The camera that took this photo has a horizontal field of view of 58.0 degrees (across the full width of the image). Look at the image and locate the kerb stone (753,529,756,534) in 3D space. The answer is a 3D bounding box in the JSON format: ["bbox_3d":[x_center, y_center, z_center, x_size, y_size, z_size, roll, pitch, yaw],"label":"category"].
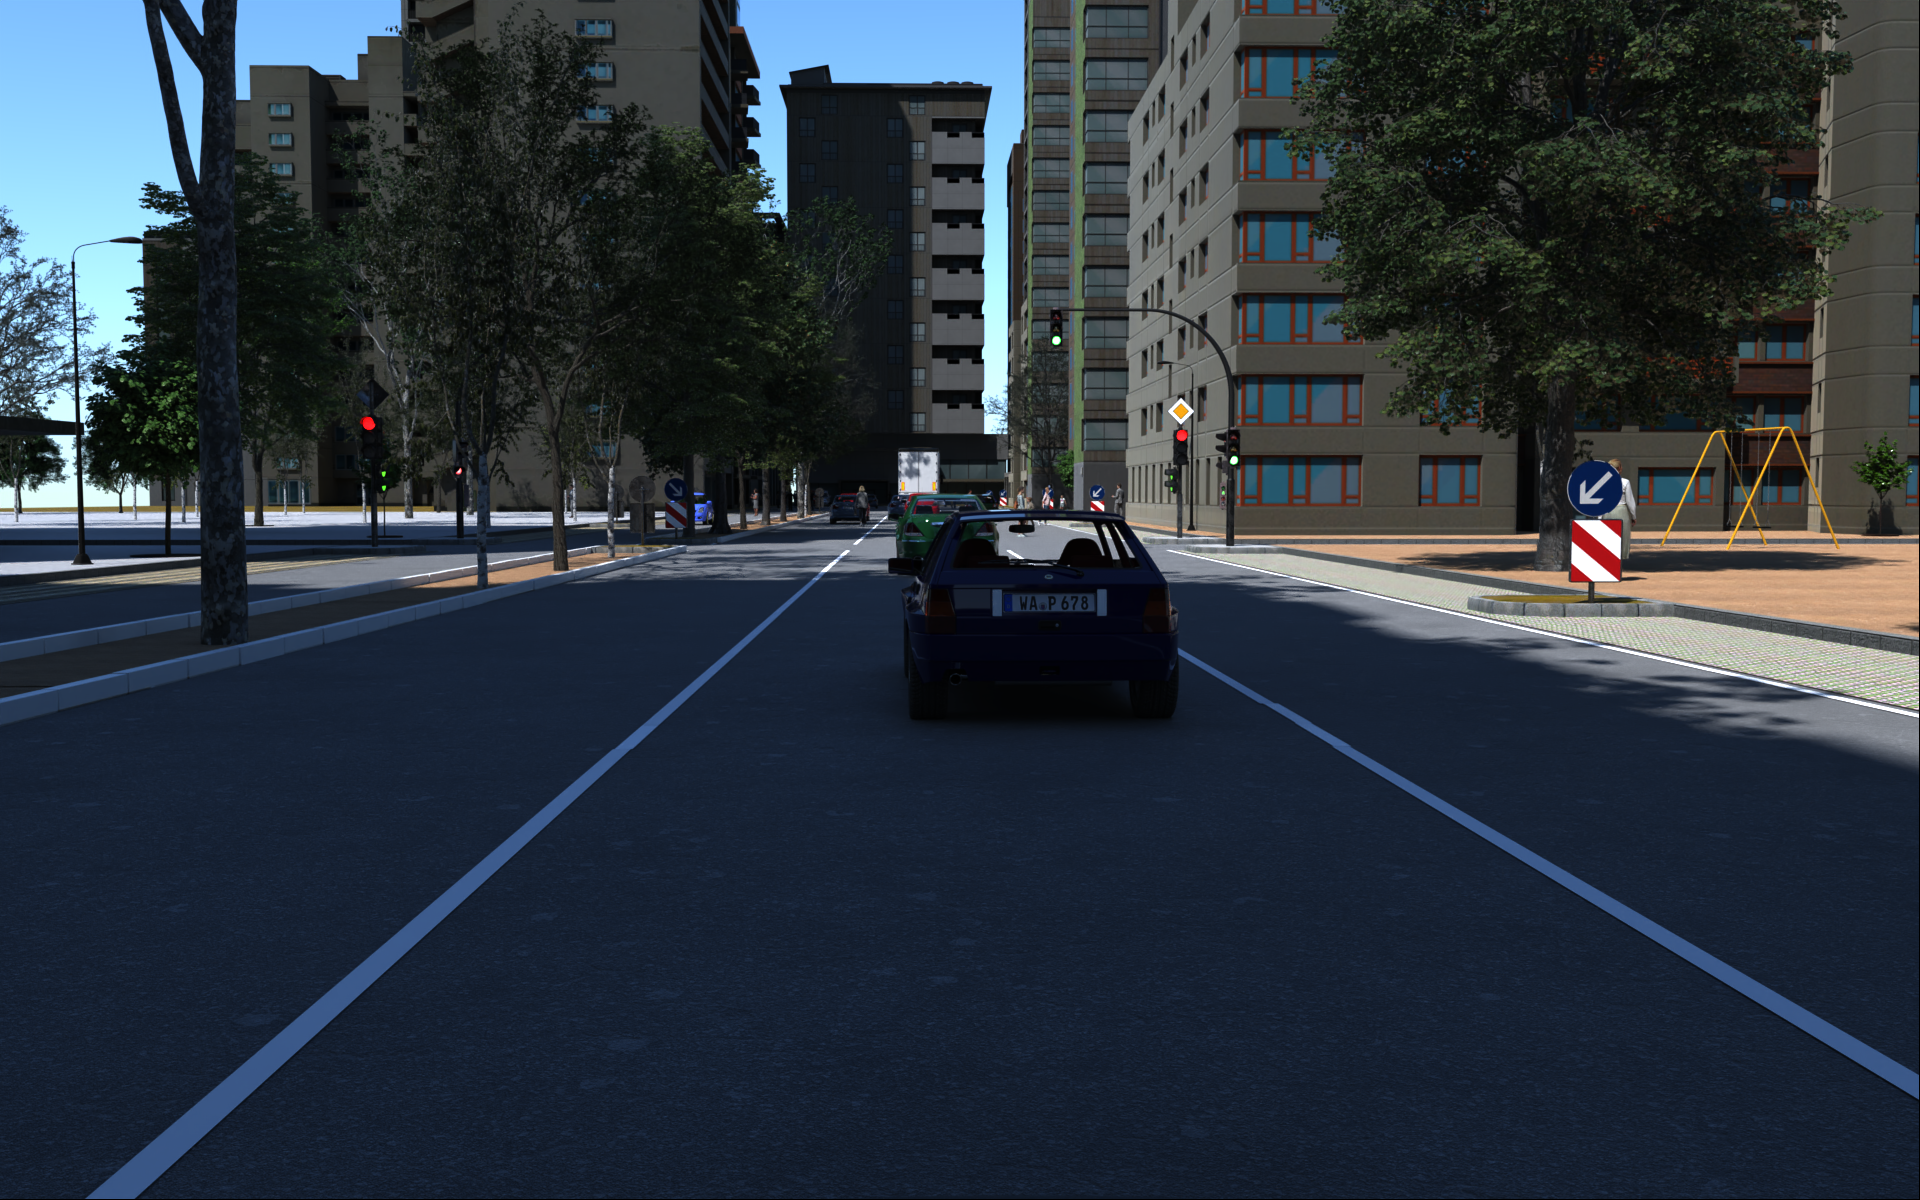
[{"bbox_3d":[-7.349,-2.349,60.600,0.120,0.150,1.000,0,4,-2],"label":"kerb stone"}]

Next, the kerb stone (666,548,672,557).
[{"bbox_3d":[-6.779,-1.064,39.593,0.120,0.150,1.000,0,4,-2],"label":"kerb stone"}]

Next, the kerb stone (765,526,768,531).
[{"bbox_3d":[-7.492,-2.662,65.726,0.120,0.150,1.000,0,4,-2],"label":"kerb stone"}]

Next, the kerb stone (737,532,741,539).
[{"bbox_3d":[-7.216,-2.035,55.482,0.120,0.150,1.000,0,4,-2],"label":"kerb stone"}]

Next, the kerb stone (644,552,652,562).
[{"bbox_3d":[-6.690,-0.873,36.513,0.120,0.150,1.000,0,4,-2],"label":"kerb stone"}]

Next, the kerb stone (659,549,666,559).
[{"bbox_3d":[-6.743,-1.001,38.564,0.120,0.150,1.000,0,4,-2],"label":"kerb stone"}]

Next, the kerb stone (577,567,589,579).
[{"bbox_3d":[-6.487,-0.437,29.343,0.120,0.150,1.000,0,4,-2],"label":"kerb stone"}]

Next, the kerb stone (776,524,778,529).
[{"bbox_3d":[-7.646,-2.976,70.854,0.120,0.150,1.000,0,4,-2],"label":"kerb stone"}]

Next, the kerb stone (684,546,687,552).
[{"bbox_3d":[-6.860,-1.251,42.674,0.120,0.150,1.000,0,4,-2],"label":"kerb stone"}]

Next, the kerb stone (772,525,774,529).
[{"bbox_3d":[-7.580,-2.851,68.802,0.120,0.150,1.000,0,4,-2],"label":"kerb stone"}]

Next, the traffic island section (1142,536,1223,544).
[{"bbox_3d":[6.454,-1.738,50.704,2.009,0.180,2.903,0,4,-2],"label":"traffic island section"}]

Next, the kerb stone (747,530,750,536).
[{"bbox_3d":[-7.295,-2.220,58.555,0.120,0.150,1.000,0,4,-2],"label":"kerb stone"}]

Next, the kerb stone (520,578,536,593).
[{"bbox_3d":[-6.388,-0.186,25.243,0.120,0.150,1.000,0,4,-2],"label":"kerb stone"}]

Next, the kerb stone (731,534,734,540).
[{"bbox_3d":[-7.159,-1.910,53.432,0.120,0.150,1.000,0,4,-2],"label":"kerb stone"}]

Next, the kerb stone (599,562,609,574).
[{"bbox_3d":[-6.548,-0.560,31.387,0.120,0.150,1.000,0,4,-2],"label":"kerb stone"}]

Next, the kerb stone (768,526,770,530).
[{"bbox_3d":[-7.527,-2.717,66.757,0.120,0.150,1.000,0,4,-2],"label":"kerb stone"}]

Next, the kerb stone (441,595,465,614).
[{"bbox_3d":[-6.265,0.064,21.151,0.120,0.150,1.000,0,4,-2],"label":"kerb stone"}]

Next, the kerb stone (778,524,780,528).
[{"bbox_3d":[-7.670,-3.039,71.876,0.120,0.150,1.000,0,4,-2],"label":"kerb stone"}]

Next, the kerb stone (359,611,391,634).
[{"bbox_3d":[-6.180,0.252,18.074,0.120,0.150,1.000,0,4,-2],"label":"kerb stone"}]

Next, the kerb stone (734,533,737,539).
[{"bbox_3d":[-7.187,-1.973,54.460,0.120,0.150,1.000,0,4,-2],"label":"kerb stone"}]

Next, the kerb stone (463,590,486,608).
[{"bbox_3d":[-6.289,0.001,22.174,0.120,0.150,1.000,0,4,-2],"label":"kerb stone"}]

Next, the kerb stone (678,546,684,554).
[{"bbox_3d":[-6.834,-1.190,41.653,0.120,0.150,1.000,0,4,-2],"label":"kerb stone"}]

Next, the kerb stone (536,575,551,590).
[{"bbox_3d":[-6.405,-0.249,26.271,0.120,0.150,1.000,0,4,-2],"label":"kerb stone"}]

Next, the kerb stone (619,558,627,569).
[{"bbox_3d":[-6.615,-0.688,33.446,0.120,0.150,1.000,0,4,-2],"label":"kerb stone"}]

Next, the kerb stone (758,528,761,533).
[{"bbox_3d":[-7.408,-2.475,62.654,0.120,0.150,1.000,0,4,-2],"label":"kerb stone"}]

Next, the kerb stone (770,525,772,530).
[{"bbox_3d":[-7.561,-2.788,67.780,0.120,0.150,1.000,0,4,-2],"label":"kerb stone"}]

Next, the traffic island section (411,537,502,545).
[{"bbox_3d":[-14.480,-1.704,50.133,2.009,0.180,2.903,0,4,-2],"label":"traffic island section"}]

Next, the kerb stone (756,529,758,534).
[{"bbox_3d":[-7.386,-2.409,61.629,0.120,0.150,1.000,0,4,-2],"label":"kerb stone"}]

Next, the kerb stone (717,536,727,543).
[{"bbox_3d":[-7.102,-1.785,51.379,0.120,0.150,1.000,0,4,-2],"label":"kerb stone"}]

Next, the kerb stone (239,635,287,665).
[{"bbox_3d":[-6.089,0.441,14.989,0.120,0.150,1.000,0,4,-2],"label":"kerb stone"}]

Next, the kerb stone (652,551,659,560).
[{"bbox_3d":[-6.718,-0.938,37.538,0.120,0.150,1.000,0,4,-2],"label":"kerb stone"}]

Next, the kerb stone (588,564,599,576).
[{"bbox_3d":[-6.523,-0.500,30.364,0.120,0.150,1.000,0,4,-2],"label":"kerb stone"}]

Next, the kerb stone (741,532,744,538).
[{"bbox_3d":[-7.246,-2.097,56.505,0.120,0.150,1.000,0,4,-2],"label":"kerb stone"}]

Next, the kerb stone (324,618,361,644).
[{"bbox_3d":[-6.149,0.315,17.053,0.120,0.150,1.000,0,4,-2],"label":"kerb stone"}]

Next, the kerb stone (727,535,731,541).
[{"bbox_3d":[-7.127,-1.847,52.401,0.120,0.150,1.000,0,4,-2],"label":"kerb stone"}]

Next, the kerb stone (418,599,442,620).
[{"bbox_3d":[-6.238,0.127,20.117,0.120,0.150,1.000,0,4,-2],"label":"kerb stone"}]

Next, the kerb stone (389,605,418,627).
[{"bbox_3d":[-6.211,0.190,19.096,0.120,0.150,1.000,0,4,-2],"label":"kerb stone"}]

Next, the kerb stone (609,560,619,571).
[{"bbox_3d":[-6.579,-0.625,32.419,0.120,0.150,1.000,0,4,-2],"label":"kerb stone"}]

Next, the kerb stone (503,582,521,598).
[{"bbox_3d":[-6.355,-0.122,24.217,0.120,0.150,1.000,0,4,-2],"label":"kerb stone"}]

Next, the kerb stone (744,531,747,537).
[{"bbox_3d":[-7.271,-2.161,57.528,0.120,0.150,1.000,0,4,-2],"label":"kerb stone"}]

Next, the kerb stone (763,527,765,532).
[{"bbox_3d":[-7.474,-2.598,64.704,0.120,0.150,1.000,0,4,-2],"label":"kerb stone"}]

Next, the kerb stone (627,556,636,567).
[{"bbox_3d":[-6.638,-0.748,34.470,0.120,0.150,1.000,0,4,-2],"label":"kerb stone"}]

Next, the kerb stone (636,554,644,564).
[{"bbox_3d":[-6.660,-0.811,35.491,0.120,0.150,1.000,0,4,-2],"label":"kerb stone"}]

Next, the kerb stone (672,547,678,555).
[{"bbox_3d":[-6.805,-1.127,40.625,0.120,0.150,1.000,0,4,-2],"label":"kerb stone"}]

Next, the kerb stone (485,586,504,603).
[{"bbox_3d":[-6.325,-0.061,23.196,0.120,0.150,1.000,0,4,-2],"label":"kerb stone"}]

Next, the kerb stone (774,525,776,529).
[{"bbox_3d":[-7.615,-2.914,69.832,0.120,0.150,1.000,0,4,-2],"label":"kerb stone"}]

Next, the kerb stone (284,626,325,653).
[{"bbox_3d":[-6.123,0.378,16.014,0.120,0.150,1.000,0,4,-2],"label":"kerb stone"}]

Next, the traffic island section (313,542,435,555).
[{"bbox_3d":[-14.260,-1.215,42.151,2.009,0.180,2.903,0,4,-2],"label":"traffic island section"}]

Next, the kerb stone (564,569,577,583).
[{"bbox_3d":[-6.468,-0.370,28.320,0.120,0.150,1.000,0,4,-2],"label":"kerb stone"}]

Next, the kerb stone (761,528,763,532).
[{"bbox_3d":[-7.438,-2.537,63.676,0.120,0.150,1.000,0,4,-2],"label":"kerb stone"}]

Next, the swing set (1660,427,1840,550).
[{"bbox_3d":[18.929,-2.696,41.697,2.862,2.851,3.119,0,4,-8],"label":"swing set"}]

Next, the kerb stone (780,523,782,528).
[{"bbox_3d":[-7.695,-3.101,72.903,0.120,0.150,1.000,0,4,-2],"label":"kerb stone"}]

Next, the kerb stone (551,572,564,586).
[{"bbox_3d":[-6.435,-0.312,27.293,0.120,0.150,1.000,0,4,-2],"label":"kerb stone"}]

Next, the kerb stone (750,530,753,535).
[{"bbox_3d":[-7.321,-2.286,59.577,0.120,0.150,1.000,0,4,-2],"label":"kerb stone"}]

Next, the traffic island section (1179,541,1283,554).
[{"bbox_3d":[6.674,-1.250,42.722,2.009,0.180,2.903,0,4,-2],"label":"traffic island section"}]
